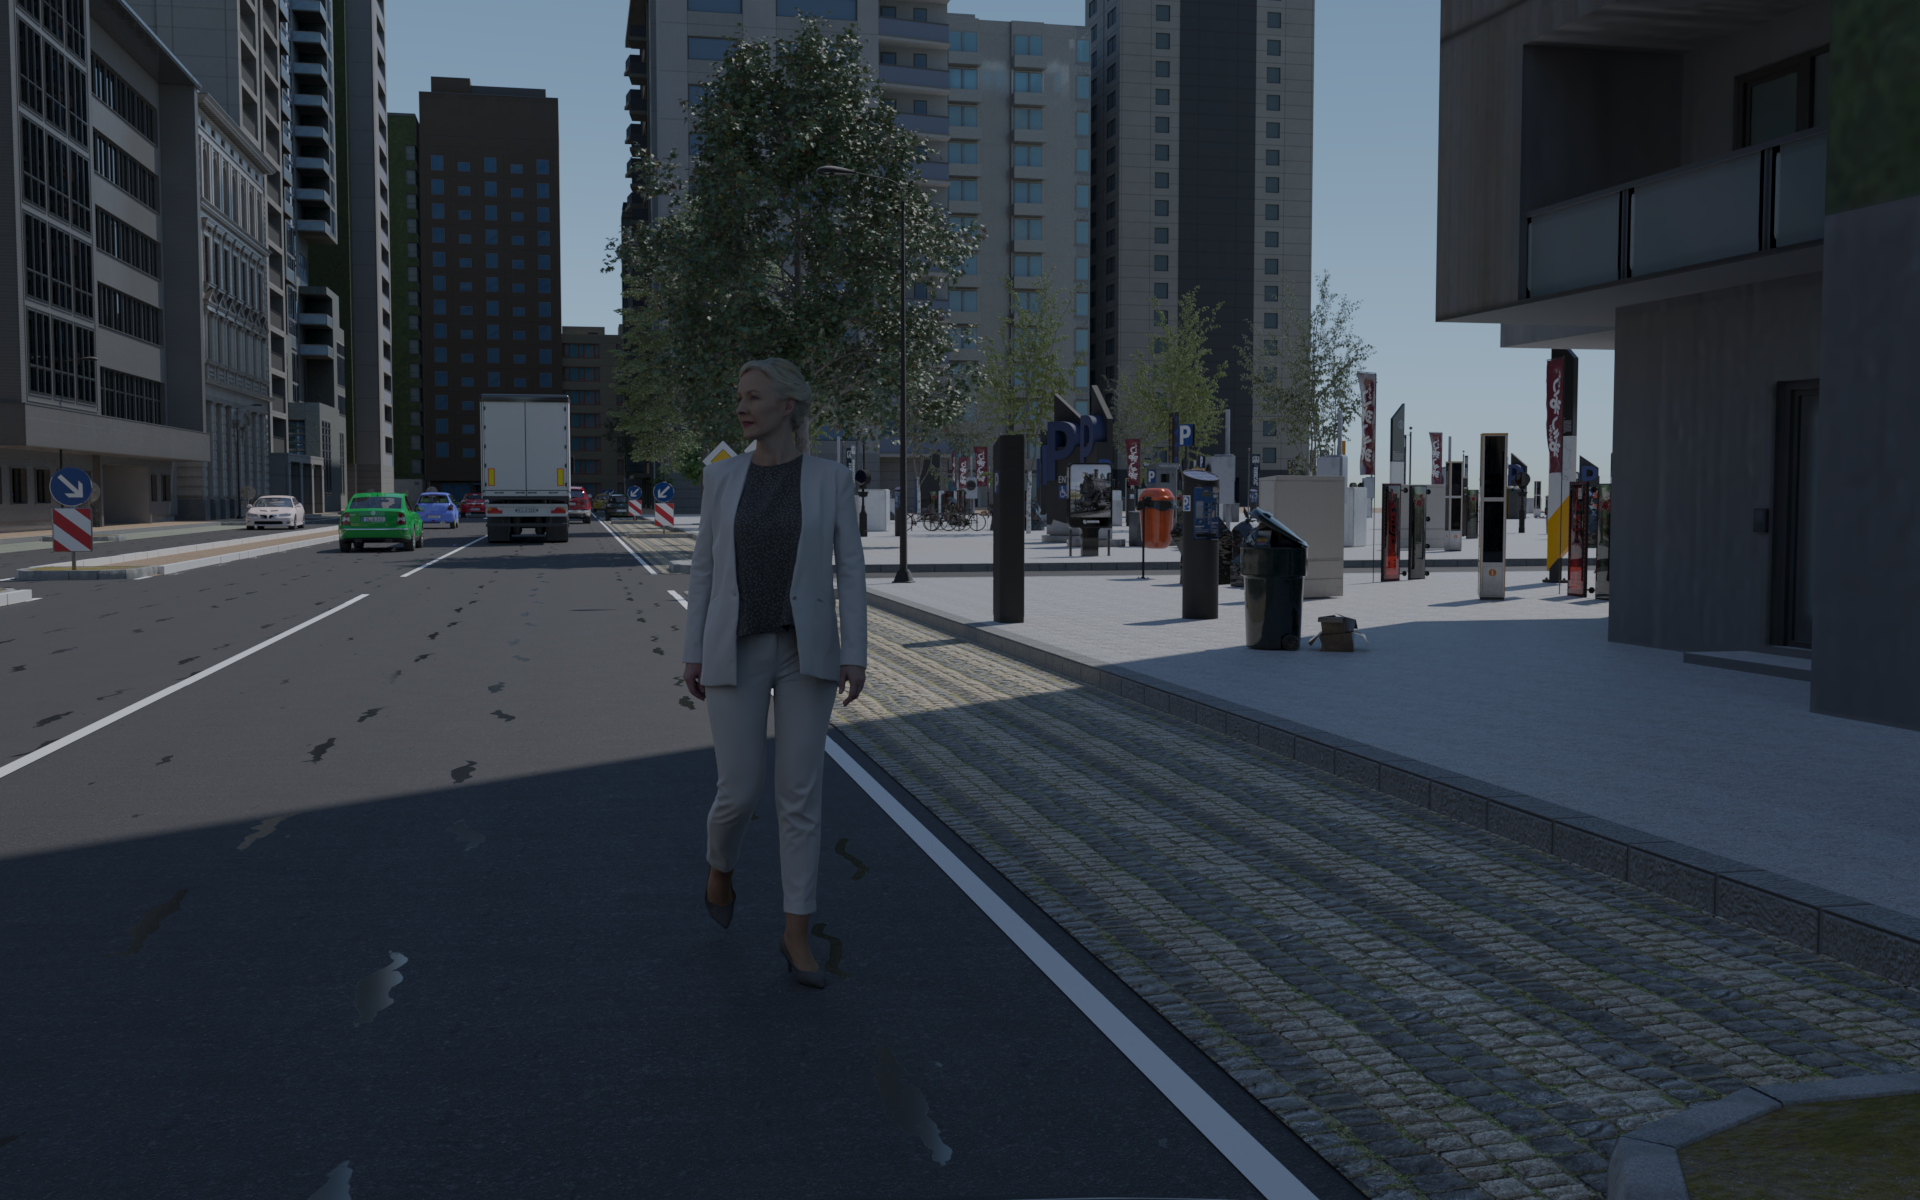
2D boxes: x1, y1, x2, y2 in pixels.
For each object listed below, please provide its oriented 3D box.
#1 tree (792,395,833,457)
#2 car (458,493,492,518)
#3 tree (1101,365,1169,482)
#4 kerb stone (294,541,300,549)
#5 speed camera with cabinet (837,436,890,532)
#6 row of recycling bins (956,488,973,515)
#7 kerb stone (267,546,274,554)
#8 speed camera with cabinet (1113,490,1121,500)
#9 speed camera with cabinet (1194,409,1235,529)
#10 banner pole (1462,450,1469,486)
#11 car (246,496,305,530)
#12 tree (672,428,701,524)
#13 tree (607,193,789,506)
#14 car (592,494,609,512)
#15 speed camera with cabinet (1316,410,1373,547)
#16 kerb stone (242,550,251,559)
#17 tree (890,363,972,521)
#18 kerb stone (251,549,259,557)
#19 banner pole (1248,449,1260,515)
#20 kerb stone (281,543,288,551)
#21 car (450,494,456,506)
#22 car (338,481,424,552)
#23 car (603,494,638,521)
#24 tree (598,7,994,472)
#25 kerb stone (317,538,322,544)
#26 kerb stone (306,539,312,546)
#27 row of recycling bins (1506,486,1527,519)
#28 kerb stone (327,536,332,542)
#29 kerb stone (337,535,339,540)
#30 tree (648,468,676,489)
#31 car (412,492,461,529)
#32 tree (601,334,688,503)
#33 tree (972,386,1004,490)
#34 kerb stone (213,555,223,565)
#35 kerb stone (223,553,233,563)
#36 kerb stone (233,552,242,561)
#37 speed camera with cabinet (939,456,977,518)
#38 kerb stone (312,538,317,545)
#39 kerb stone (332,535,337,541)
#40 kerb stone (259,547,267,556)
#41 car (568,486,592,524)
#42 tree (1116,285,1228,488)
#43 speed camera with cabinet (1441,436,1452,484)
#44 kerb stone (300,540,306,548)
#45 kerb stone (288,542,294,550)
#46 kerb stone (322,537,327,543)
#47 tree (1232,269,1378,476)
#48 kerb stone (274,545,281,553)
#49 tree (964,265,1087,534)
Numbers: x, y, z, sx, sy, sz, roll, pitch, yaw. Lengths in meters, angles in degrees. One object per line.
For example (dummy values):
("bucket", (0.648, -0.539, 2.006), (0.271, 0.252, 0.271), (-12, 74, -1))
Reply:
("tree", (-6.946, -7.835, 78.472), (4.737, 8.622, 4.395), (0, 3, 0))
("car", (-29.955, -6.002, 107.166), (2.155, 1.783, 4.494), (-1, 4, -14))
("tree", (9.817, -9.061, 98.511), (4.360, 8.622, 3.978), (0, 3, 0))
("kerb stone", (-17.479, -1.415, 45.328), (0.120, 0.150, 1.000), (-1, 4, -13))
("speed camera with cabinet", (-3.459, -3.989, 59.549), (2.038, 3.252, 0.660), (1, 4, 12))
("row of recycling bins", (0.260, -6.072, 106.389), (1.069, 1.692, 3.534), (0, 4, 4))
("kerb stone", (-16.578, -1.170, 41.322), (0.120, 0.150, 1.000), (-1, 4, -13))
("speed camera with cabinet", (6.249, -5.120, 78.045), (2.038, 3.252, 0.660), (-2, 4, -23))
("speed camera with cabinet", (6.006, -2.869, 41.242), (0.660, 3.252, 2.038), (0, 4, -6))
("banner pole", (28.819, -6.658, 98.880), (0.401, 3.779, 0.863), (-1, 4, -8))
("car", (-27.986, -3.579, 70.875), (2.083, 1.381, 4.827), (-1, 4, -14))
("tree", (-10.639, -5.501, 73.653), (4.285, 4.588, 4.351), (0, 3, 0))
("tree", (-9.170, -8.977, 64.897), (7.486, 12.596, 7.792), (0, 3, 0))
("car", (-28.995, -8.009, 141.170), (2.015, 1.641, 3.980), (-1, 4, -11))
("speed camera with cabinet", (9.169, -2.890, 41.586), (0.660, 3.252, 2.038), (2, 4, 32))
("kerb stone", (-15.904, -0.983, 38.313), (0.120, 0.150, 1.000), (-1, 4, -13))
("tree", (-1.821, -7.815, 78.136), (4.360, 8.622, 3.978), (0, 3, 0))
("kerb stone", (-16.122, -1.047, 39.311), (0.120, 0.150, 1.000), (-1, 4, -13))
("banner pole", (16.069, -6.423, 95.029), (0.863, 3.779, 0.401), (0, 4, 2))
("kerb stone", (-17.020, -1.292, 43.325), (0.120, 0.150, 1.000), (-1, 4, -13))
("car", (-50.666, -9.823, 170.398), (2.009, 1.686, 4.222), (-1, 4, -11))
("car", (-14.849, -2.186, 44.534), (1.959, 1.807, 4.718), (-1, 4, -13))
("car", (-18.178, -5.090, 93.009), (2.009, 1.686, 4.222), (-1, 4, -11))
("tree", (-3.789, -7.607, 41.386), (9.611, 12.733, 9.660), (0, 3, 0))
("kerb stone", (-18.371, -1.660, 49.342), (0.120, 0.150, 1.000), (-1, 4, -13))
("kerb stone", (-17.925, -1.538, 47.335), (0.120, 0.150, 1.000), (-1, 4, -13))
("row of recycling bins", (28.284, -5.056, 89.777), (1.069, 1.692, 3.534), (-1, 4, -9))
("kerb stone", (-18.826, -1.776, 51.356), (0.120, 0.150, 1.000), (-1, 4, -13))
("kerb stone", (-19.267, -1.905, 53.355), (0.120, 0.150, 1.000), (-1, 4, -13))
("tree", (-18.632, -7.021, 109.398), (1.663, 3.219, 1.824), (0, 3, 0))
("car", (-21.893, -3.839, 72.366), (1.945, 1.707, 3.694), (-1, 4, -14))
("tree", (-17.622, -10.250, 101.997), (7.601, 10.594, 8.767), (-1, 4, -15))
("tree", (0.096, -8.940, 96.531), (4.360, 8.622, 3.978), (0, 3, 0))
("kerb stone", (-15.237, -0.799, 35.300), (0.120, 0.150, 1.000), (-1, 4, -13))
("kerb stone", (-15.451, -0.862, 36.300), (0.120, 0.150, 1.000), (-1, 4, -13))
("kerb stone", (-15.688, -0.924, 37.304), (0.120, 0.150, 1.000), (-1, 4, -13))
("speed camera with cabinet", (-0.108, -5.908, 90.938), (2.038, 3.252, 0.660), (0, 4, 1))
("kerb stone", (-18.149, -1.599, 48.341), (0.120, 0.150, 1.000), (-1, 4, -13))
("kerb stone", (-19.051, -1.845, 52.353), (0.120, 0.150, 1.000), (-1, 4, -13))
("kerb stone", (-16.351, -1.108, 40.308), (0.120, 0.150, 1.000), (-1, 4, -13))
("car", (-19.171, -4.658, 84.833), (2.281, 1.827, 5.304), (-1, 4, -14))
("tree", (7.619, -6.821, 61.884), (4.737, 8.622, 4.395), (0, 3, 0))
("speed camera with cabinet", (16.312, -4.008, 59.860), (0.660, 3.252, 2.038), (-1, 4, -23))
("kerb stone", (-17.699, -1.476, 46.326), (0.120, 0.150, 1.000), (-1, 4, -13))
("kerb stone", (-17.253, -1.353, 44.320), (0.120, 0.150, 1.000), (-1, 4, -13))
("kerb stone", (-18.597, -1.722, 50.348), (0.120, 0.150, 1.000), (-1, 4, -13))
("tree", (11.150, -6.475, 56.236), (4.360, 8.622, 3.978), (0, 3, 0))
("kerb stone", (-16.805, -1.229, 42.325), (0.120, 0.150, 1.000), (-1, 4, -13))
("tree", (2.197, -6.476, 56.251), (4.737, 8.622, 4.395), (0, 3, 0))
